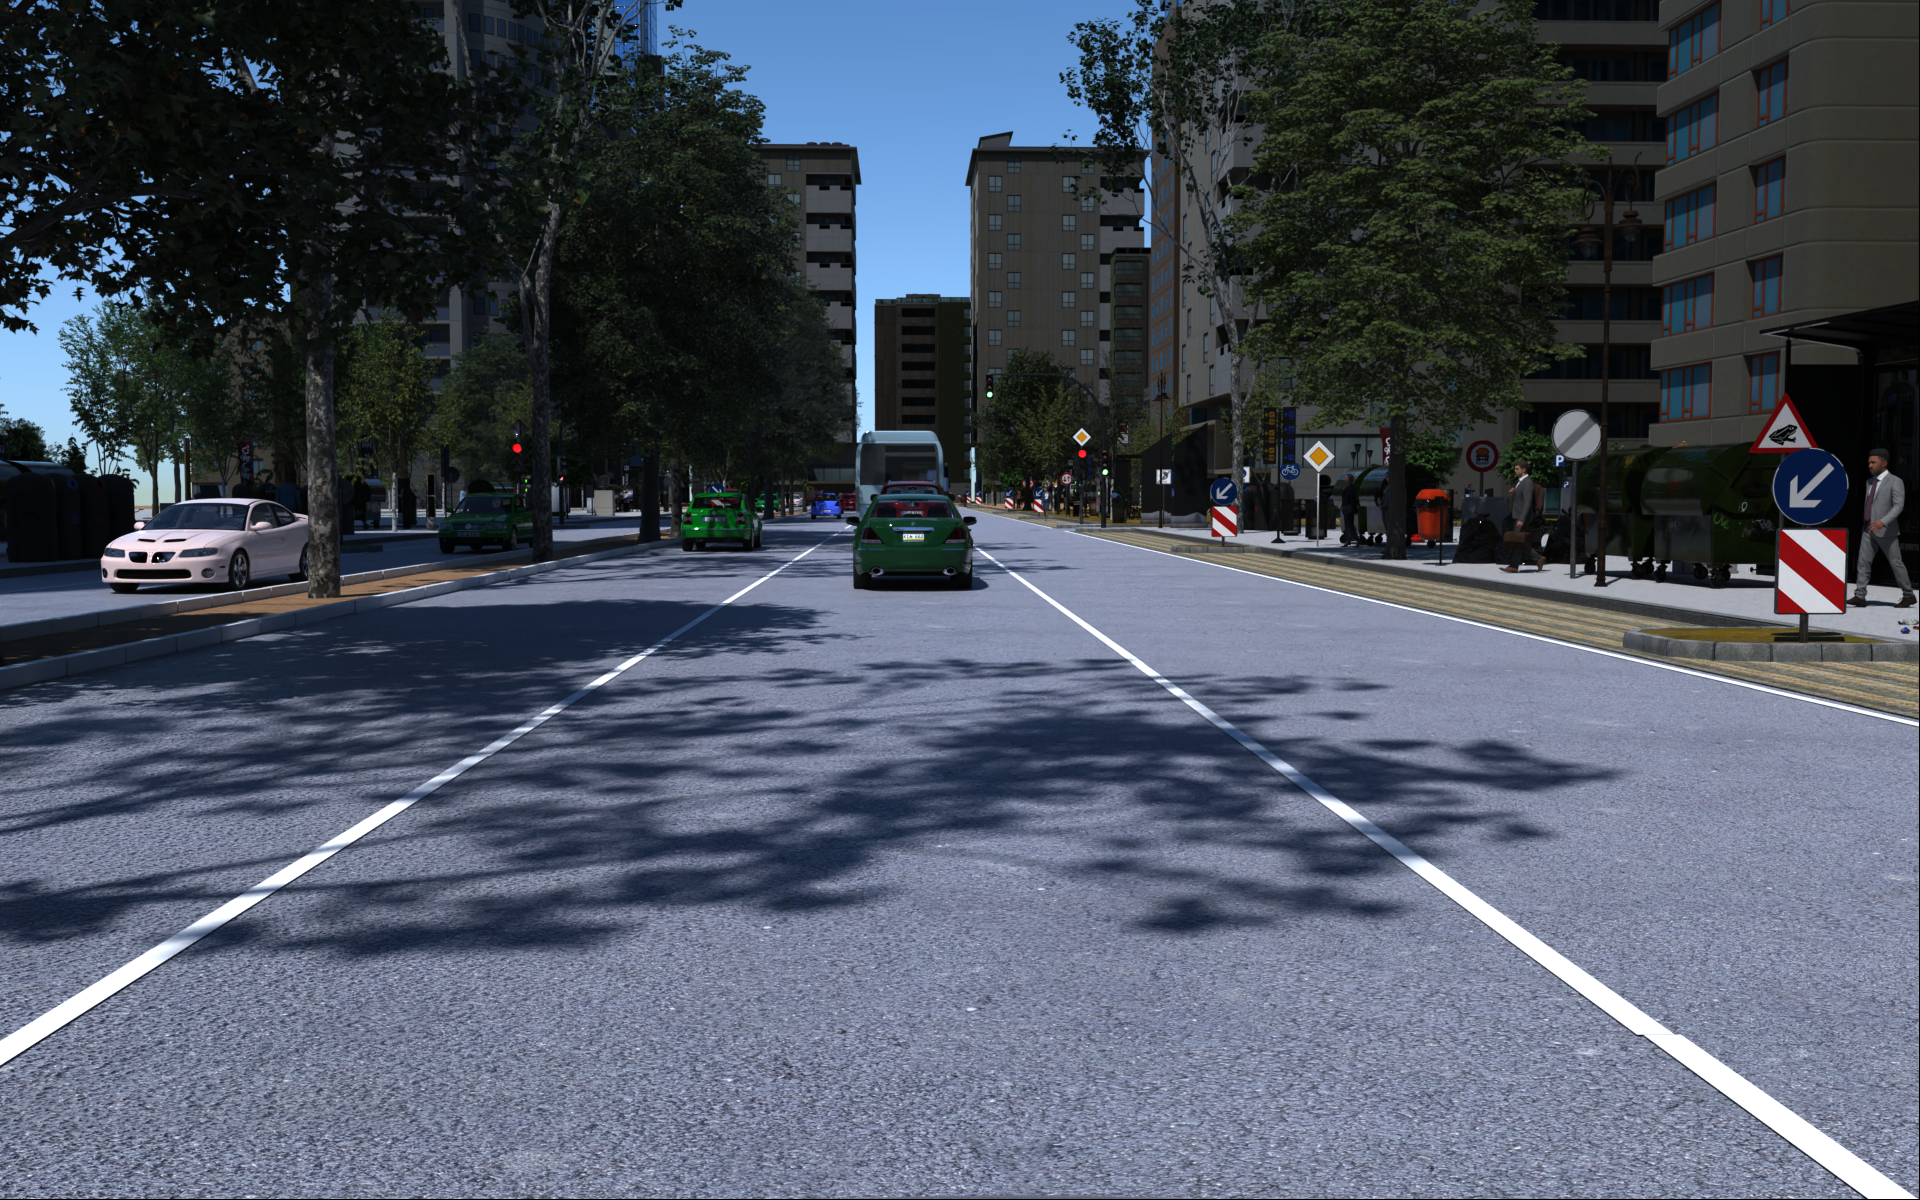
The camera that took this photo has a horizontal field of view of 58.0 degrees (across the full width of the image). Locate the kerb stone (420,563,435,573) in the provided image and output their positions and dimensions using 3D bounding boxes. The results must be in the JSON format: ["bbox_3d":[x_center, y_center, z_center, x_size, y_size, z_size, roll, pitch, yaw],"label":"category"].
[{"bbox_3d":[-9.782,-0.568,31.485,0.120,0.150,1.000,0,4,-2],"label":"kerb stone"}]

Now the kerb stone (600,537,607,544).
[{"bbox_3d":[-10.408,-1.696,49.928,0.120,0.150,1.000,0,4,-2],"label":"kerb stone"}]

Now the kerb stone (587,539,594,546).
[{"bbox_3d":[-10.338,-1.570,47.863,0.120,0.150,1.000,0,4,-2],"label":"kerb stone"}]

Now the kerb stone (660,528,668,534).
[{"bbox_3d":[-10.902,-2.567,64.272,0.120,0.150,1.000,0,4,-2],"label":"kerb stone"}]

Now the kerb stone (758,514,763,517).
[{"bbox_3d":[-12.415,-5.303,108.904,0.120,0.150,1.000,0,4,-2],"label":"kerb stone"}]

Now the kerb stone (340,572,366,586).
[{"bbox_3d":[-9.646,-0.317,27.385,0.120,0.150,1.000,0,4,-2],"label":"kerb stone"}]

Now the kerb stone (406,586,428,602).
[{"bbox_3d":[-7.407,-0.066,23.337,0.120,0.150,1.000,0,4,-2],"label":"kerb stone"}]

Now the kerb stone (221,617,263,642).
[{"bbox_3d":[-7.198,0.305,17.202,0.120,0.150,1.000,0,4,-2],"label":"kerb stone"}]

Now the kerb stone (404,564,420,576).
[{"bbox_3d":[-9.747,-0.505,30.464,0.120,0.150,1.000,0,4,-2],"label":"kerb stone"}]

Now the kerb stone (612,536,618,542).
[{"bbox_3d":[-10.485,-1.820,51.979,0.120,0.150,1.000,0,4,-2],"label":"kerb stone"}]

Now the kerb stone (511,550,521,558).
[{"bbox_3d":[-10.025,-1.006,38.650,0.120,0.150,1.000,0,4,-2],"label":"kerb stone"}]

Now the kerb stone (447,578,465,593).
[{"bbox_3d":[-7.474,-0.191,25.380,0.120,0.150,1.000,0,4,-2],"label":"kerb stone"}]

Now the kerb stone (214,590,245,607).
[{"bbox_3d":[-9.470,-0.003,22.249,0.120,0.150,1.000,0,4,-2],"label":"kerb stone"}]

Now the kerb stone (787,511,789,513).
[{"bbox_3d":[-13.285,-6.871,134.539,0.120,0.150,1.000,0,4,-2],"label":"kerb stone"}]

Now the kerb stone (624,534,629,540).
[{"bbox_3d":[-10.545,-1.943,54.032,0.120,0.150,1.000,0,4,-2],"label":"kerb stone"}]

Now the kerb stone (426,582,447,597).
[{"bbox_3d":[-7.438,-0.132,24.358,0.120,0.150,1.000,0,4,-2],"label":"kerb stone"}]

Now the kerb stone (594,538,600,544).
[{"bbox_3d":[-10.375,-1.630,48.891,0.120,0.150,1.000,0,4,-2],"label":"kerb stone"}]

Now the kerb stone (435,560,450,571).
[{"bbox_3d":[-9.816,-0.626,32.507,0.120,0.150,1.000,0,4,-2],"label":"kerb stone"}]

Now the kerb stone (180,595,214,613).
[{"bbox_3d":[-9.434,0.061,21.227,0.120,0.150,1.000,0,4,-2],"label":"kerb stone"}]

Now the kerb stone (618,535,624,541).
[{"bbox_3d":[-10.512,-1.881,53.010,0.120,0.150,1.000,0,4,-2],"label":"kerb stone"}]

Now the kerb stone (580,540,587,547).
[{"bbox_3d":[-10.303,-1.504,46.838,0.120,0.150,1.000,0,4,-2],"label":"kerb stone"}]

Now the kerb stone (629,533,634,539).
[{"bbox_3d":[-10.582,-2.010,55.056,0.120,0.150,1.000,0,4,-2],"label":"kerb stone"}]

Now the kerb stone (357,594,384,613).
[{"bbox_3d":[-7.329,0.055,21.294,0.120,0.150,1.000,0,4,-2],"label":"kerb stone"}]

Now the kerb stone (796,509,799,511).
[{"bbox_3d":[-13.673,-7.557,145.797,0.120,0.150,1.000,0,4,-2],"label":"kerb stone"}]

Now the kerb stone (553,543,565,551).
[{"bbox_3d":[-10.203,-1.319,43.764,0.120,0.150,1.000,0,4,-2],"label":"kerb stone"}]

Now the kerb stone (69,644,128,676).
[{"bbox_3d":[-7.092,0.498,14.121,0.120,0.150,1.000,0,4,-2],"label":"kerb stone"}]

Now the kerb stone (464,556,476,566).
[{"bbox_3d":[-9.886,-0.756,34.553,0.120,0.150,1.000,0,4,-2],"label":"kerb stone"}]

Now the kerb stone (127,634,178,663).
[{"bbox_3d":[-7.130,0.436,15.147,0.120,0.150,1.000,0,4,-2],"label":"kerb stone"}]

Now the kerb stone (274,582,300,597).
[{"bbox_3d":[-9.539,-0.129,24.311,0.120,0.150,1.000,0,4,-2],"label":"kerb stone"}]

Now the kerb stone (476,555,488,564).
[{"bbox_3d":[-9.924,-0.815,35.581,0.120,0.150,1.000,0,4,-2],"label":"kerb stone"}]

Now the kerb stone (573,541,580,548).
[{"bbox_3d":[-10.273,-1.445,45.816,0.120,0.150,1.000,0,4,-2],"label":"kerb stone"}]

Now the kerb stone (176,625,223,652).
[{"bbox_3d":[-7.161,0.373,16.171,0.120,0.150,1.000,0,4,-2],"label":"kerb stone"}]

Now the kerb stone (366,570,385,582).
[{"bbox_3d":[-9.684,-0.380,28.412,0.120,0.150,1.000,0,4,-2],"label":"kerb stone"}]

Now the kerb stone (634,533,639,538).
[{"bbox_3d":[-10.616,-2.073,56.084,0.120,0.150,1.000,0,4,-2],"label":"kerb stone"}]

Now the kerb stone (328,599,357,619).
[{"bbox_3d":[-7.305,0.118,20.270,0.120,0.150,1.000,0,4,-2],"label":"kerb stone"}]

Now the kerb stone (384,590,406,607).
[{"bbox_3d":[-7.372,-0.007,22.315,0.120,0.150,1.000,0,4,-2],"label":"kerb stone"}]

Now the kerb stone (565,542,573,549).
[{"bbox_3d":[-10.230,-1.381,44.786,0.120,0.150,1.000,0,4,-2],"label":"kerb stone"}]

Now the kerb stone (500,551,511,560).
[{"bbox_3d":[-9.993,-0.942,37.624,0.120,0.150,1.000,0,4,-2],"label":"kerb stone"}]

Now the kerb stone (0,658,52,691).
[{"bbox_3d":[-7.062,0.556,13.100,0.120,0.150,1.000,0,4,-2],"label":"kerb stone"}]

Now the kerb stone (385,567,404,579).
[{"bbox_3d":[-9.709,-0.443,29.443,0.120,0.150,1.000,0,4,-2],"label":"kerb stone"}]

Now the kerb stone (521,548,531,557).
[{"bbox_3d":[-10.059,-1.069,39.671,0.120,0.150,1.000,0,4,-2],"label":"kerb stone"}]

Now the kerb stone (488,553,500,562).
[{"bbox_3d":[-9.957,-0.874,36.603,0.120,0.150,1.000,0,4,-2],"label":"kerb stone"}]

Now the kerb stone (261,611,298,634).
[{"bbox_3d":[-7.231,0.244,18.224,0.120,0.150,1.000,0,4,-2],"label":"kerb stone"}]

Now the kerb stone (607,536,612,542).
[{"bbox_3d":[-10.445,-1.759,50.953,0.120,0.150,1.000,0,4,-2],"label":"kerb stone"}]

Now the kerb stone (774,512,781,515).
[{"bbox_3d":[-12.870,-6.118,122.230,0.120,0.150,1.000,0,4,-2],"label":"kerb stone"}]

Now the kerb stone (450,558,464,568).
[{"bbox_3d":[-9.849,-0.693,33.532,0.120,0.150,1.000,0,4,-2],"label":"kerb stone"}]

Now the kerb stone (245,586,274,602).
[{"bbox_3d":[-9.503,-0.062,23.283,0.120,0.150,1.000,0,4,-2],"label":"kerb stone"}]

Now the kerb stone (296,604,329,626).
[{"bbox_3d":[-7.262,0.180,19.245,0.120,0.150,1.000,0,4,-2],"label":"kerb stone"}]

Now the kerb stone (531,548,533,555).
[{"bbox_3d":[-10.092,-1.131,40.693,0.120,0.150,1.000,0,4,-2],"label":"kerb stone"}]

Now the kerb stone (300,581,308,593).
[{"bbox_3d":[-9.575,-0.187,25.332,0.120,0.150,1.000,0,4,-2],"label":"kerb stone"}]
